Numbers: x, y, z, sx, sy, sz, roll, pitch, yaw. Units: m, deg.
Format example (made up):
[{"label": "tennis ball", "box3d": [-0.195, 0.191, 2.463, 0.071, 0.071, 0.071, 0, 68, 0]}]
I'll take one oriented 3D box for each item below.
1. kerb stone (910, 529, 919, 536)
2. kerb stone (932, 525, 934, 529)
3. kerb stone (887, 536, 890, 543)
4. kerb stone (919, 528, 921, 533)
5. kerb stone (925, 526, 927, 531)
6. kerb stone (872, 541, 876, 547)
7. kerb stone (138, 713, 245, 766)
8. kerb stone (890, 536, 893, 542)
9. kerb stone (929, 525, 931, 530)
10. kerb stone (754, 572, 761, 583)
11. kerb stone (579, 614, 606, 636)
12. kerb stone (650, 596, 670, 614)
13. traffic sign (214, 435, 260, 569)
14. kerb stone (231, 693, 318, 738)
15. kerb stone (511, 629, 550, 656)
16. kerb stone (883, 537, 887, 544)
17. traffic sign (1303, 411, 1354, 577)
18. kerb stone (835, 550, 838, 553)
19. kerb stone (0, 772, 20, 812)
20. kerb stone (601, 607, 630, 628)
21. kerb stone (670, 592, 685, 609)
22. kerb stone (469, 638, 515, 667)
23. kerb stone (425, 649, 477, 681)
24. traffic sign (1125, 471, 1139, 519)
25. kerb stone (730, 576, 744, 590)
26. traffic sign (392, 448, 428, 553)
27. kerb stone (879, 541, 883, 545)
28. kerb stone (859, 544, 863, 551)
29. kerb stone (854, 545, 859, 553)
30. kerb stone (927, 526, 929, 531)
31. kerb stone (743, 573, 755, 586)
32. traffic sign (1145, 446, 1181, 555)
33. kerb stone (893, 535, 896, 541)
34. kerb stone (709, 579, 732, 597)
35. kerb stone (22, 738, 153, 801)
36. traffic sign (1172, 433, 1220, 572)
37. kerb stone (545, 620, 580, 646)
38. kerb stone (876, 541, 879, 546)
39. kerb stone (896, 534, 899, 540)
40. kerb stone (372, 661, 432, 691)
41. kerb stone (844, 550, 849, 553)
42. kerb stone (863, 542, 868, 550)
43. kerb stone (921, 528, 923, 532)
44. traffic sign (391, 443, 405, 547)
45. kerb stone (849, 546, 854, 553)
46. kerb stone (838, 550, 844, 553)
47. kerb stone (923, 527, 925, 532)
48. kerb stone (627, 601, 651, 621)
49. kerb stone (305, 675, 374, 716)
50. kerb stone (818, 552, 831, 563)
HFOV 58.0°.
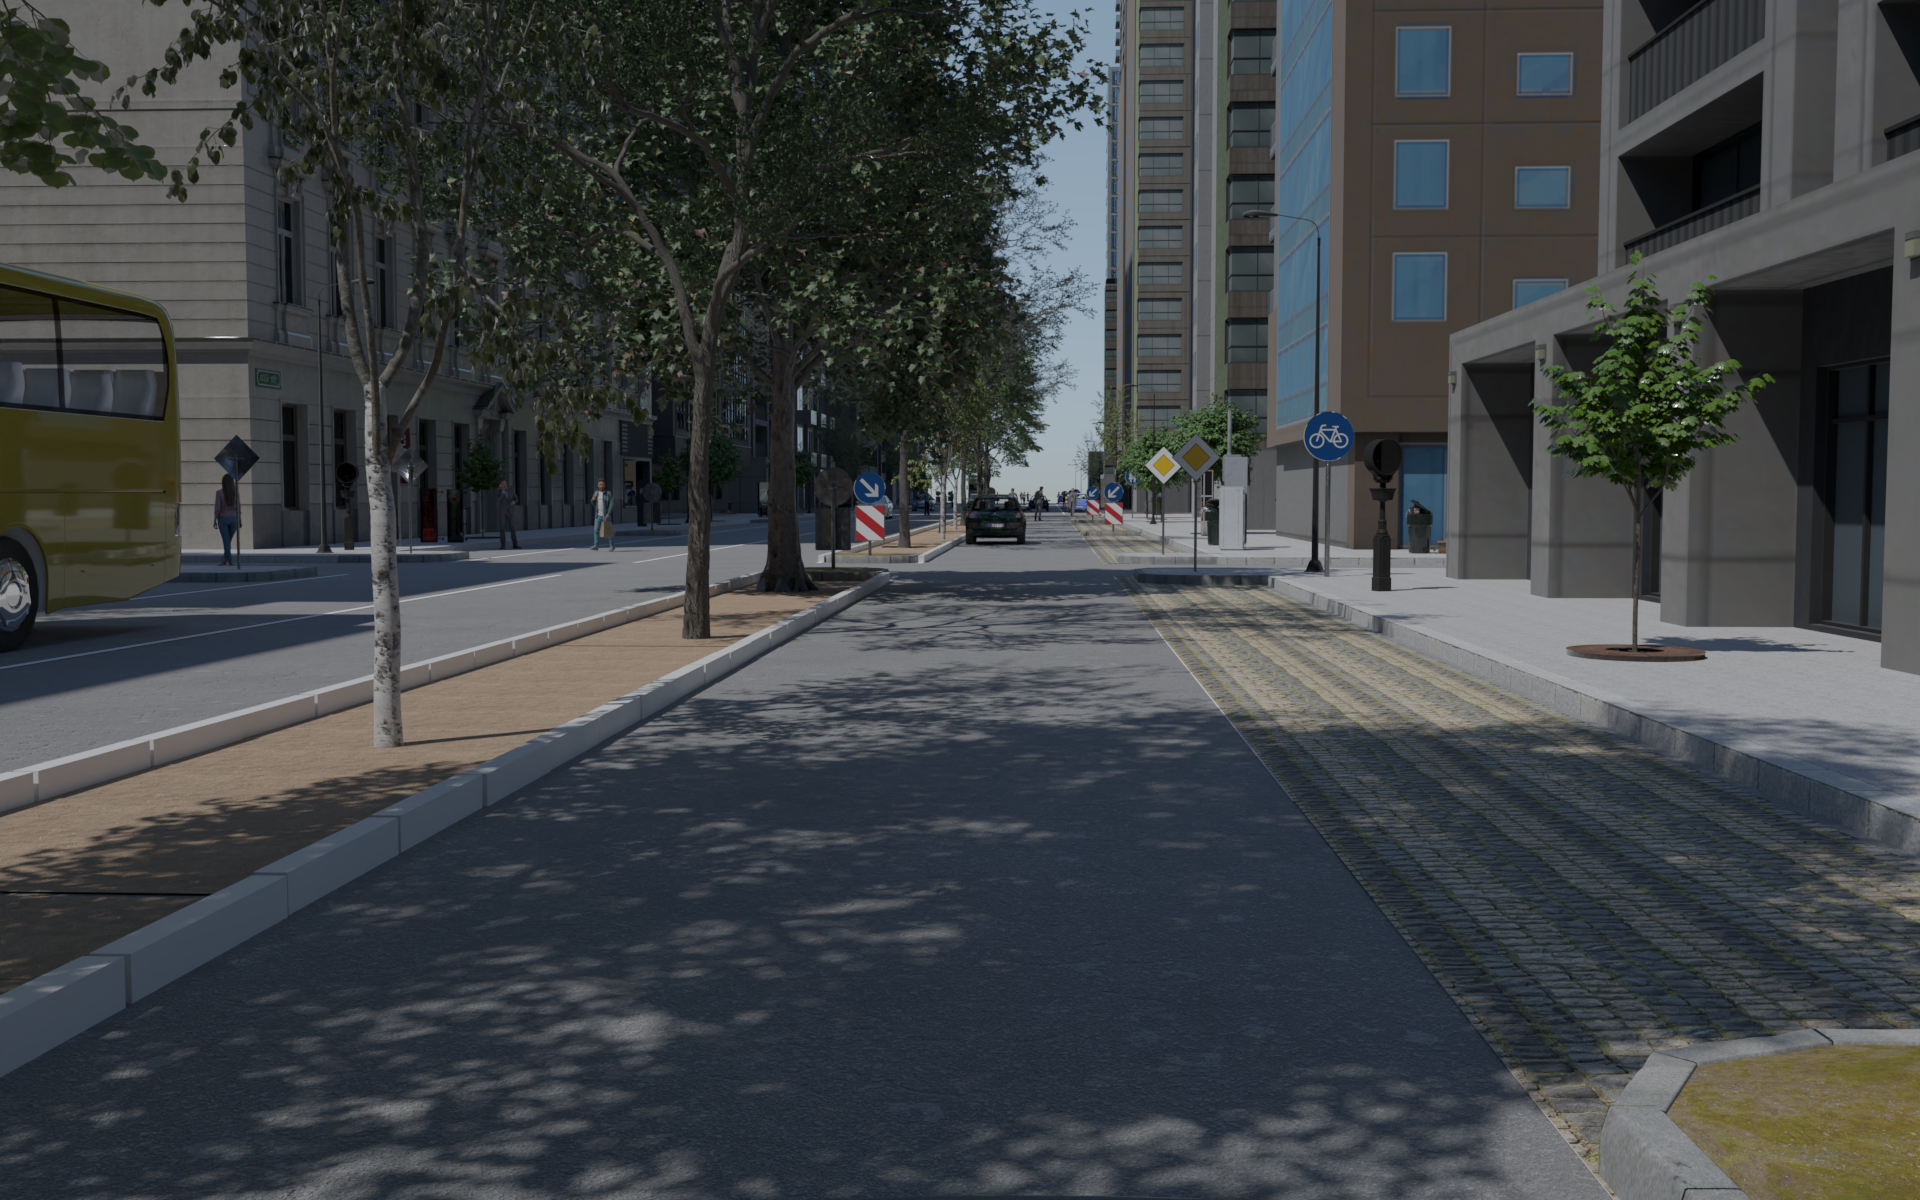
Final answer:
[{"label": "kerb stone", "box3d": [-1.631, -2.388, 61.304, 0.120, 0.150, 1.000, 0, 4, 3]}, {"label": "kerb stone", "box3d": [-1.222, -2.884, 69.476, 0.120, 0.150, 1.000, 0, 4, 3]}, {"label": "kerb stone", "box3d": [-2.201, -1.704, 50.059, 0.120, 0.150, 1.000, 0, 4, 3]}, {"label": "kerb stone", "box3d": [-1.587, -2.454, 62.325, 0.120, 0.150, 1.000, 0, 4, 3]}, {"label": "kerb stone", "box3d": [-1.426, -2.639, 65.393, 0.120, 0.150, 1.000, 0, 4, 3]}, {"label": "kerb stone", "box3d": [-2.415, -1.451, 45.951, 0.120, 0.150, 1.000, 0, 4, 3]}, {"label": "kerb stone", "box3d": [-4.247, 0.773, 9.552, 0.120, 0.150, 1.000, 0, 4, 3]}, {"label": "kerb stone", "box3d": [-2.165, -1.767, 51.089, 0.120, 0.150, 1.000, 0, 4, 3]}, {"label": "kerb stone", "box3d": [-1.321, -2.767, 67.434, 0.120, 0.150, 1.000, 0, 4, 3]}, {"label": "kerb stone", "box3d": [-3.333, -0.355, 28.007, 0.120, 0.150, 1.000, 0, 4, 3]}, {"label": "kerb stone", "box3d": [-3.839, 0.274, 17.758, 0.120, 0.150, 1.000, 0, 4, 3]}, {"label": "kerb stone", "box3d": [-3.688, 0.085, 20.836, 0.120, 0.150, 1.000, 0, 4, 3]}, {"label": "traffic sign", "box3d": [-12.281, -1.578, 29.443, 0.795, 2.450, 0.064, 0, 4, 3]}, {"label": "kerb stone", "box3d": [-4.209, 0.714, 10.574, 0.120, 0.150, 1.000, 0, 4, 3]}, {"label": "kerb stone", "box3d": [-3.941, 0.397, 15.702, 0.120, 0.150, 1.000, 0, 4, 3]}, {"label": "kerb stone", "box3d": [-2.256, -1.641, 49.032, 0.120, 0.150, 1.000, 0, 4, 3]}, {"label": "traffic sign", "box3d": [5.684, -1.630, 26.758, 0.768, 2.556, 0.104, 1, 4, 10]}, {"label": "kerb stone", "box3d": [-2.832, -0.951, 37.754, 0.120, 0.150, 1.000, 0, 4, 3]}, {"label": "kerb stone", "box3d": [-4.361, 0.899, 7.499, 0.120, 0.150, 1.000, 0, 4, 3]}, {"label": "kerb stone", "box3d": [-3.788, 0.209, 18.783, 0.120, 0.150, 1.000, 0, 4, 3]}, {"label": "kerb stone", "box3d": [-3.635, 0.029, 21.857, 0.120, 0.150, 1.000, 0, 4, 3]}, {"label": "kerb stone", "box3d": [-4.002, 0.460, 14.667, 0.120, 0.150, 1.000, 0, 4, 3]}, {"label": "kerb stone", "box3d": [-4.051, 0.523, 13.646, 0.120, 0.150, 1.000, 0, 4, 3]}, {"label": "traffic sign", "box3d": [9.006, -5.522, 90.385, 0.768, 2.556, 0.104, 1, 4, 12]}, {"label": "kerb stone", "box3d": [-3.425, -0.230, 25.961, 0.120, 0.150, 1.000, 0, 4, 3]}, {"label": "traffic sign", "box3d": [-11.878, -2.066, 37.418, 0.795, 2.450, 0.064, 0, 4, 3]}, {"label": "kerb stone", "box3d": [-2.317, -1.579, 48.009, 0.120, 0.150, 1.000, 0, 4, 3]}, {"label": "kerb stone", "box3d": [-2.573, -1.265, 42.876, 0.120, 0.150, 1.000, 0, 4, 3]}, {"label": "kerb stone", "box3d": [-2.626, -1.200, 41.850, 0.120, 0.150, 1.000, 0, 4, 3]}, {"label": "kerb stone", "box3d": [-1.378, -2.705, 66.414, 0.120, 0.150, 1.000, 0, 4, 3]}, {"label": "kerb stone", "box3d": [-3.371, -0.293, 26.984, 0.120, 0.150, 1.000, 0, 4, 3]}, {"label": "traffic sign", "box3d": [4.294, -2.015, 36.582, 0.795, 2.450, 0.064, 0, 4, 3]}, {"label": "kerb stone", "box3d": [-2.106, -1.830, 52.112, 0.120, 0.150, 1.000, 0, 4, 3]}, {"label": "kerb stone", "box3d": [-3.476, -0.161, 24.927, 0.120, 0.150, 1.000, 0, 4, 3]}, {"label": "kerb stone", "box3d": [-4.304, 0.836, 8.526, 0.120, 0.150, 1.000, 0, 4, 3]}, {"label": "traffic sign", "box3d": [3.891, -1.527, 28.608, 0.795, 2.450, 0.064, 0, 4, 3]}, {"label": "kerb stone", "box3d": [-3.889, 0.334, 16.736, 0.120, 0.150, 1.000, 0, 4, 3]}, {"label": "kerb stone", "box3d": [-2.368, -1.515, 46.972, 0.120, 0.150, 1.000, 0, 4, 3]}, {"label": "kerb stone", "box3d": [-2.048, -1.888, 53.132, 0.120, 0.150, 1.000, 0, 4, 3]}, {"label": "kerb stone", "box3d": [-4.107, 0.586, 12.622, 0.120, 0.150, 1.000, 0, 4, 3]}, {"label": "kerb stone", "box3d": [-2.722, -1.073, 39.805, 0.120, 0.150, 1.000, 0, 4, 3]}, {"label": "kerb stone", "box3d": [-2.511, -1.327, 43.897, 0.120, 0.150, 1.000, 0, 4, 3]}, {"label": "kerb stone", "box3d": [-1.536, -2.517, 63.351, 0.120, 0.150, 1.000, 0, 4, 3]}, {"label": "traffic sign", "box3d": [-13.622, -2.572, 42.060, 0.884, 2.594, 0.081, 1, 4, 11]}, {"label": "kerb stone", "box3d": [-2.678, -1.139, 40.826, 0.120, 0.150, 1.000, 0, 4, 3]}, {"label": "kerb stone", "box3d": [-2.773, -1.011, 38.780, 0.120, 0.150, 1.000, 0, 4, 3]}, {"label": "kerb stone", "box3d": [-1.482, -2.579, 64.372, 0.120, 0.150, 1.000, 0, 4, 3]}, {"label": "kerb stone", "box3d": [-3.734, 0.146, 19.810, 0.120, 0.150, 1.000, 0, 4, 3]}, {"label": "kerb stone", "box3d": [-4.151, 0.648, 11.599, 0.120, 0.150, 1.000, 0, 4, 3]}, {"label": "kerb stone", "box3d": [-2.881, -0.889, 36.734, 0.120, 0.150, 1.000, 0, 4, 3]}]
